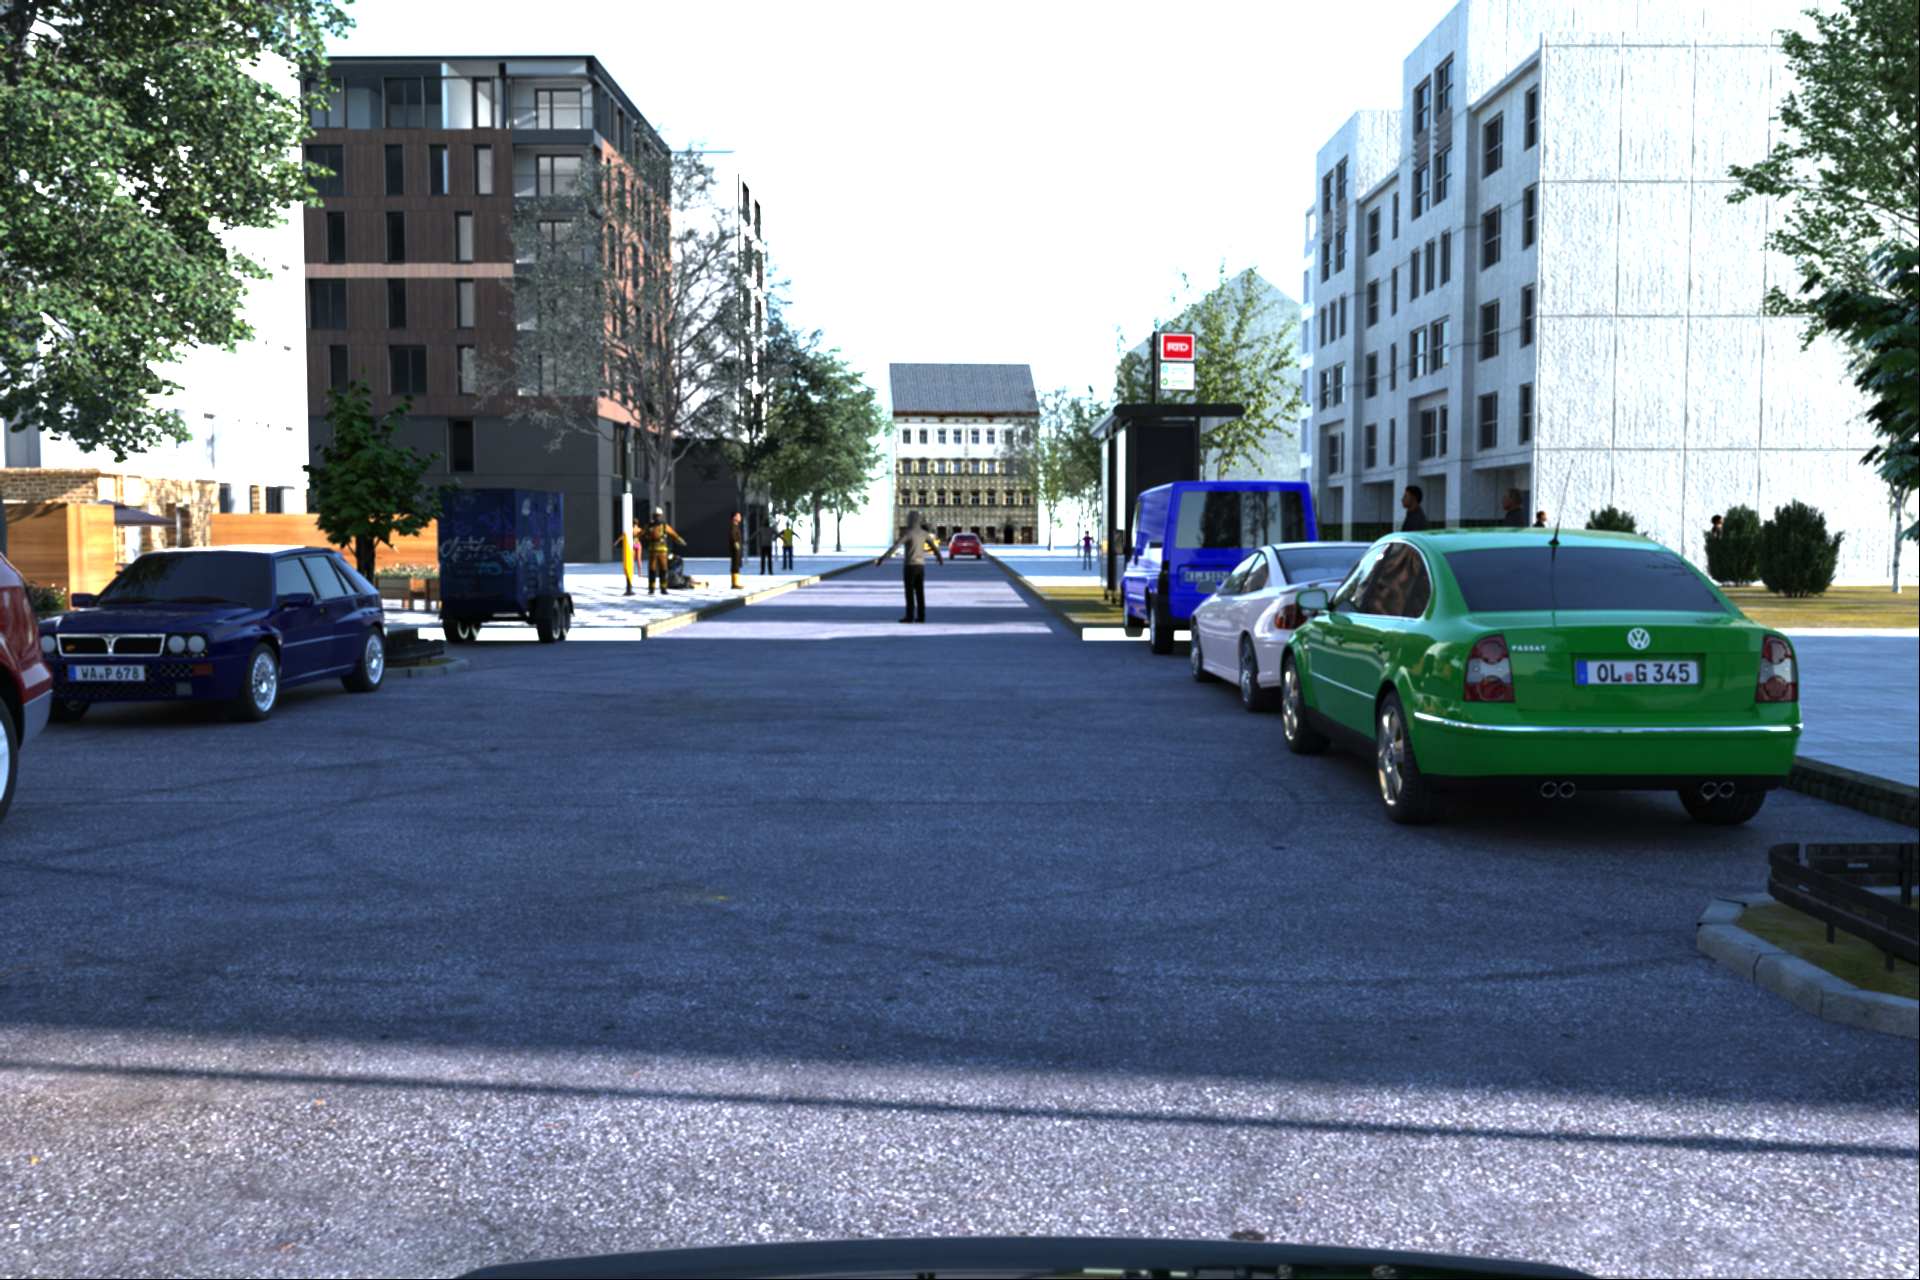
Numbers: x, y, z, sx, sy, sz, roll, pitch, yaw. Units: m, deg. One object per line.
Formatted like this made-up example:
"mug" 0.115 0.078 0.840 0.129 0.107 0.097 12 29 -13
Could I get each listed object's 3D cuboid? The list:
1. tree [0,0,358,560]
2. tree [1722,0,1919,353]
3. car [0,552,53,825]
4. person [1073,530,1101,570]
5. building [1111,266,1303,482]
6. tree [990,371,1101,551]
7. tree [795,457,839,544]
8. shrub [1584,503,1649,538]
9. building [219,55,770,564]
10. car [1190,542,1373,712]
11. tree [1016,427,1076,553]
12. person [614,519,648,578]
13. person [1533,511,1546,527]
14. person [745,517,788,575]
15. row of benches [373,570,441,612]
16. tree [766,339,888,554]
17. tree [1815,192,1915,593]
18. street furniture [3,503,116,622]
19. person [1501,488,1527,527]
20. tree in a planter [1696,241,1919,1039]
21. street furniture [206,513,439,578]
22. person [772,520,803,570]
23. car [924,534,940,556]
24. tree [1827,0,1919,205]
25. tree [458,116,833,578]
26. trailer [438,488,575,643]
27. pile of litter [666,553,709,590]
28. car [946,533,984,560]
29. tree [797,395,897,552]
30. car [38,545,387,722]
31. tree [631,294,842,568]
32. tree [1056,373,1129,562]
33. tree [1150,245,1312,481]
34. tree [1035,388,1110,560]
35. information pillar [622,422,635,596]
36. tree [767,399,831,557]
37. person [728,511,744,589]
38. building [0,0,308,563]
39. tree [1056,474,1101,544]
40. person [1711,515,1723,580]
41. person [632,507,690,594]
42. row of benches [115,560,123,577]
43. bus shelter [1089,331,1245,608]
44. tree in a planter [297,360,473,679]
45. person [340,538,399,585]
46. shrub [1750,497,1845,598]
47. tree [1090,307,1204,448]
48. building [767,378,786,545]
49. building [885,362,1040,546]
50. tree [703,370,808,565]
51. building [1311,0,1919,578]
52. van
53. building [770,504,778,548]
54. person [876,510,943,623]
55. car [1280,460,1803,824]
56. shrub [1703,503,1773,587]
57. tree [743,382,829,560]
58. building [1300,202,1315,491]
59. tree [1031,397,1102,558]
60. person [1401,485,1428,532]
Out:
"tree" -12.301 -7.019 21.417 9.857 13.997 8.962 0 3 0
"tree" 16.551 -6.232 27.656 9.928 11.665 9.643 0 3 0
"car" -5.486 0.141 6.367 2.281 1.827 5.304 0 4 0
"person" 4.561 -3.229 62.056 0.991 1.433 0.599 0 4 -1
"building" 23.718 -19.624 151.778 19.493 23.208 18.063 0 4 0
"tree" 6.850 -13.385 129.215 12.009 13.543 11.850 0 3 0
"tree" -18.794 -17.860 217.763 9.928 11.665 9.643 0 3 0
"shrub" 15.352 -2.227 40.835 1.690 2.028 1.600 0 3 0
"building" -25.896 -15.089 90.683 27.936 21.610 32.646 0 4 1
"car" 3.209 -0.182 15.333 2.083 1.381 4.827 0 4 -1
"tree" 6.119 -10.282 118.478 4.737 8.622 4.395 0 3 0
"person" -9.565 -2.697 50.893 1.217 1.733 0.721 -2 4 -27
"person" 13.224 -2.028 39.390 0.704 1.802 1.346 0 4 -5
"person" -6.097 -2.962 54.550 1.348 1.813 0.705 0 4 -5
"row of benches" -8.325 -0.807 28.656 4.104 0.672 1.422 3 4 38
"tree" -9.433 -12.612 112.859 9.857 13.997 8.962 0 3 0
"tree" 20.278 -5.343 37.720 4.360 8.622 3.978 0 3 0
"street furniture" -16.936 -1.149 25.638 9.812 1.723 11.010 0 4 -7
"person" 6.301 -0.837 19.865 0.705 1.807 1.348 1 4 22
"tree in a planter" 3.537 -0.506 5.502 1.991 3.239 1.994 0 4 0
"street furniture" -13.450 -1.998 39.518 11.010 1.723 9.812 -2 4 -26
"person" -6.193 -3.395 61.978 1.216 1.772 0.721 -1 4 -21
"car" -2.331 -6.398 114.835 2.015 1.641 3.980 0 4 1
"tree" 9.667 -3.965 15.184 4.737 8.622 4.395 0 3 0
"tree" -8.862 -8.583 50.709 12.009 13.543 11.850 0 3 0
"trailer" -6.019 -0.935 22.335 1.471 1.999 3.904 0 4 0
"pile of litter" -6.491 -1.644 40.848 1.176 0.858 1.719 0 4 -1
"car" 0.297 -5.463 98.362 2.155 1.783 4.494 0 4 -1
"tree" -8.525 -12.078 123.235 9.928 11.665 9.643 0 3 0
"car" -6.169 -0.114 14.443 1.945 1.354 3.894 0 4 0
"tree" -8.545 -8.042 65.899 8.767 10.594 7.601 0 4 2
"tree" 6.670 -7.944 80.240 4.737 8.622 4.395 0 3 0
"tree" 6.802 -5.804 45.254 4.737 8.622 4.395 0 3 0
"tree" 6.486 -8.356 86.989 4.360 8.622 3.978 0 3 0
"information pillar" -6.897 -2.724 35.892 0.183 3.616 0.504 0 4 1
"tree" -9.288 -8.830 94.730 4.360 8.622 3.978 0 3 0
"person" -5.258 -2.120 40.796 0.704 1.812 1.346 0 4 -3
"building" -28.387 -11.779 49.000 16.016 20.090 11.380 0 4 -1
"tree" 16.428 -18.664 215.523 12.009 13.543 11.850 0 3 0
"person" 21.326 -2.604 48.722 0.704 1.843 1.345 2 4 30
"person" -6.455 -1.906 36.928 1.354 1.858 0.705 -1 4 -13
"row of benches" -21.287 -1.600 41.617 1.422 0.672 4.104 0 4 -2
"bus shelter" 3.587 -3.332 32.115 2.179 5.291 8.768 0 4 1
"tree in a planter" -6.224 -1.270 17.994 1.991 3.239 1.994 0 4 1
"person" -11.565 -1.701 33.745 1.347 1.837 0.705 1 4 19
"shrub" 16.874 -1.865 34.915 1.690 2.028 1.600 0 3 0
"tree" 6.103 -6.530 57.130 4.737 8.622 4.395 0 3 0
"building" -25.362 -20.349 189.132 16.016 20.090 11.380 0 4 0
"building" -0.080 -23.685 220.631 18.063 23.208 19.493 0 4 -5
"tree" -9.238 -7.493 72.866 4.360 8.622 3.978 0 3 0
"building" 24.873 -12.154 65.174 16.747 18.905 31.486 0 3 0
"van" 3.218 -1.096 22.305 2.240 2.365 5.245 0 4 0
"building" -22.282 -13.910 169.570 9.099 9.664 28.070 0 4 0
"person" -0.762 -1.187 28.000 1.348 1.813 0.705 -3 5 -40
"car" 3.020 -0.069 9.922 1.959 1.807 4.718 0 4 0
"shrub" 18.963 -2.330 42.140 1.661 2.075 1.752 0 3 0
"tree" -8.799 -8.202 84.461 4.737 8.622 4.395 0 3 0
"building" 24.724 -14.814 98.636 16.016 20.090 11.380 0 4 0
"tree" 6.506 -8.699 92.591 4.360 8.622 3.978 0 3 0
"person" 4.993 -0.805 19.228 0.705 1.821 1.348 1 4 10
